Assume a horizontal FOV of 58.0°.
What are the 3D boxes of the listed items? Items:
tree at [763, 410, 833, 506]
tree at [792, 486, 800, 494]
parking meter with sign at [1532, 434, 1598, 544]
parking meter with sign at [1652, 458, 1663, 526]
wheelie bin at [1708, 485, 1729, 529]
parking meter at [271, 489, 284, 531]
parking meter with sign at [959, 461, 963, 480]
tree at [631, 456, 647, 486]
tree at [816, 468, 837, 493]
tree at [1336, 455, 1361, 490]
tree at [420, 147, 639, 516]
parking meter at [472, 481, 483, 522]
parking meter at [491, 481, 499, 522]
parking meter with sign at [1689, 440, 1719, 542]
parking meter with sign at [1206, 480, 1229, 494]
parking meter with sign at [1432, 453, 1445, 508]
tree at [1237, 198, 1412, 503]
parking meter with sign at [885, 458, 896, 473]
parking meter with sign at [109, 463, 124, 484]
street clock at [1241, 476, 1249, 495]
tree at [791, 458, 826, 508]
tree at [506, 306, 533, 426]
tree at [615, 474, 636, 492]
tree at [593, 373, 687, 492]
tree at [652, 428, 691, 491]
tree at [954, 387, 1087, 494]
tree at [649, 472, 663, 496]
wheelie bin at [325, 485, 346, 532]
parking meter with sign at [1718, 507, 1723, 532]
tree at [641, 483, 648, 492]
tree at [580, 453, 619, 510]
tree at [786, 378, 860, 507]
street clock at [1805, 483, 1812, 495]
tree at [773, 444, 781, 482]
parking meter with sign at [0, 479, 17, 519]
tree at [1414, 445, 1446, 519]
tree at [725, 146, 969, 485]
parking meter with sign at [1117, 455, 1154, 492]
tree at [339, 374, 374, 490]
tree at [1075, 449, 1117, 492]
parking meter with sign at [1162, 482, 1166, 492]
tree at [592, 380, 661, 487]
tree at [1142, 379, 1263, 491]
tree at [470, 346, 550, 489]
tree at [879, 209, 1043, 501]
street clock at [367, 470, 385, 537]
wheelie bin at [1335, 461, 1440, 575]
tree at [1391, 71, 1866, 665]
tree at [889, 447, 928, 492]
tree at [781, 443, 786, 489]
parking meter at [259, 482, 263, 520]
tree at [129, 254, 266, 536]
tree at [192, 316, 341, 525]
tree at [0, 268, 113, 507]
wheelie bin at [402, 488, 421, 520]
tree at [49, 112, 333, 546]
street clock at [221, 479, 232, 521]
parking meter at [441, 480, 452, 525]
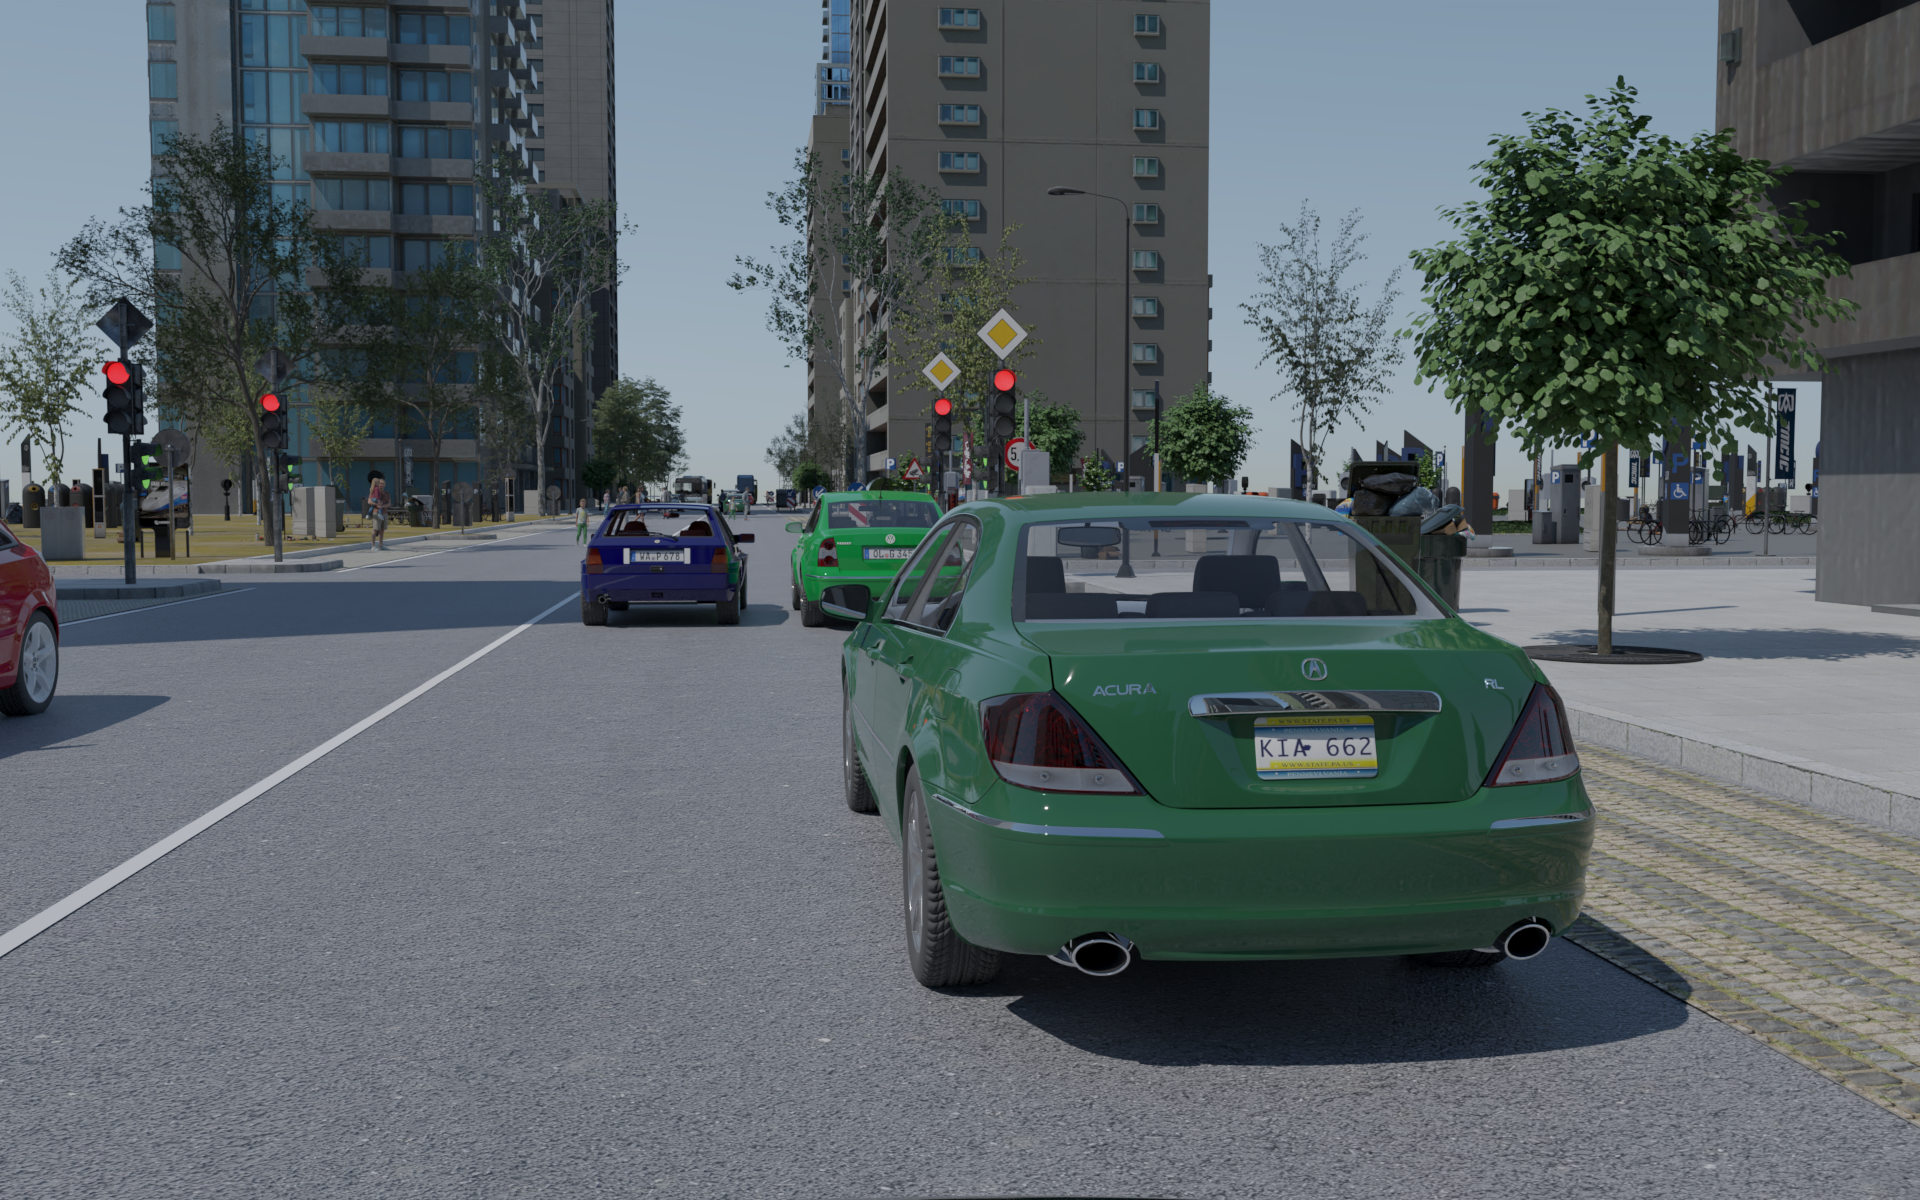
[{"bbox_3d":[-17.753,-15.730,191.598,8.767,10.594,7.601,0,4,2],"label":"tree"},{"bbox_3d":[-20.909,-13.991,223.350,1.663,3.219,1.824,0,3,0],"label":"tree"},{"bbox_3d":[15.524,-2.950,44.493,1.738,3.016,0.543,-2,4,-25],"label":"parking meter with sign"},{"bbox_3d":[27.788,-4.391,68.052,0.543,3.016,1.738,0,4,1],"label":"parking meter with sign"},{"bbox_3d":[27.496,-3.369,62.984,0.693,1.594,0.980,-3,5,-43],"label":"wheelie bin"},{"bbox_3d":[-23.637,-3.155,59.991,0.372,1.533,0.369,0,3,0],"label":"parking meter"},{"bbox_3d":[-0.318,-5.247,82.045,0.543,3.016,1.738,3,5,42],"label":"parking meter with sign"},{"bbox_3d":[-36.167,-15.052,196.457,4.360,8.622,3.978,0,3,0],"label":"tree"},{"bbox_3d":[-9.755,-8.164,128.087,1.663,3.219,1.824,0,3,0],"label":"tree"},{"bbox_3d":[18.926,-5.436,83.485,1.663,3.219,1.824,0,3,0],"label":"tree"},{"bbox_3d":[-25.136,-14.787,97.648,12.611,20.169,13.585,0,3,0],"label":"tree"},{"bbox_3d":[-21.852,-4.450,78.465,0.399,1.863,0.255,1,4,13],"label":"parking meter"},{"bbox_3d":[-21.167,-4.475,78.869,0.255,1.863,0.399,0,4,0],"label":"parking meter"},{"bbox_3d":[20.179,-3.119,47.257,0.543,3.016,1.738,2,4,32],"label":"parking meter with sign"},{"bbox_3d":[13.044,-5.523,86.562,1.738,3.016,0.543,-1,4,-23],"label":"parking meter with sign"},{"bbox_3d":[19.710,-4.739,73.735,1.738,3.016,0.543,-1,4,-16],"label":"parking meter with sign"},{"bbox_3d":[9.165,-5.733,44.105,4.360,8.622,3.978,0,3,0],"label":"tree"},{"bbox_3d":[-3.061,-5.448,85.328,0.543,3.016,1.738,1,4,23],"label":"parking meter with sign"},{"bbox_3d":[-48.331,-6.288,99.062,1.738,3.016,0.543,3,5,41],"label":"parking meter with sign"},{"bbox_3d":[11.714,-4.077,71.226,0.358,2.002,0.471,1,4,19],"label":"street clock"},{"bbox_3d":[-13.478,-10.563,156.422,4.285,4.588,4.351,0,3,0],"label":"tree"},{"bbox_3d":[-19.141,-7.927,64.020,8.767,10.594,7.601,3,5,40],"label":"tree"},{"bbox_3d":[-31.476,-10.252,162.224,1.663,3.219,1.824,0,3,0],"label":"tree"},{"bbox_3d":[-33.959,-16.916,183.227,9.857,13.997,8.962,0,3,0],"label":"tree"},{"bbox_3d":[-45.018,-20.765,265.263,9.928,11.665,9.643,0,3,0],"label":"tree"},{"bbox_3d":[2.272,-4.258,53.324,4.285,4.588,4.351,0,3,0],"label":"tree"},{"bbox_3d":[-37.080,-15.734,207.604,4.737,8.622,4.395,0,3,0],"label":"tree"},{"bbox_3d":[-21.212,-3.090,58.423,0.693,1.594,0.980,1,4,13],"label":"wheelie bin"},{"bbox_3d":[24.668,-3.772,57.936,1.738,3.016,0.543,-1,4,-13],"label":"parking meter with sign"},{"bbox_3d":[-37.232,-12.745,202.989,1.663,3.219,1.824,0,3,0],"label":"tree"},{"bbox_3d":[-29.127,-9.538,139.655,4.285,4.588,4.351,0,3,0],"label":"tree"},{"bbox_3d":[-7.820,-9.693,108.839,4.360,8.622,3.978,0,3,0],"label":"tree"},{"bbox_3d":[56.635,-6.790,115.583,0.358,2.002,0.471,-1,4,-21],"label":"street clock"},{"bbox_3d":[-22.502,-17.085,229.698,4.360,8.622,3.978,0,3,0],"label":"tree"},{"bbox_3d":[-49.146,-5.656,88.731,1.738,3.016,0.543,0,4,3],"label":"parking meter with sign"},{"bbox_3d":[18.247,-4.507,68.293,1.663,3.219,1.824,0,3,0],"label":"tree"},{"bbox_3d":[-6.203,-14.620,94.931,12.611,20.169,13.585,0,3,0],"label":"tree"},{"bbox_3d":[7.457,-4.733,73.648,1.738,3.016,0.543,2,4,26],"label":"parking meter with sign"},{"bbox_3d":[-37.317,-9.368,103.529,4.737,8.622,4.395,0,3,0],"label":"tree"},{"bbox_3d":[5.403,-4.679,71.099,1.663,3.219,1.824,0,3,0],"label":"tree"},{"bbox_3d":[12.828,-7.016,110.970,1.738,3.016,0.543,-1,4,-17],"label":"parking meter with sign"},{"bbox_3d":[-33.714,-15.526,171.979,7.486,12.596,7.792,0,3,0],"label":"tree"},{"bbox_3d":[6.920,-4.003,49.158,4.285,4.588,4.351,0,3,0],"label":"tree"},{"bbox_3d":[-22.440,-8.327,86.514,4.360,8.622,3.978,0,3,0],"label":"tree"},{"bbox_3d":[0.270,-5.749,44.360,4.737,8.622,4.395,0,3,0],"label":"tree"},{"bbox_3d":[-17.589,-2.915,52.223,0.471,2.002,0.358,0,4,-4],"label":"street clock"},{"bbox_3d":[4.078,-0.528,16.539,0.980,1.594,0.693,0,4,5],"label":"wheelie bin"},{"bbox_3d":[5.113,-1.821,13.492,4.285,4.588,4.351,0,3,0],"label":"tree"},{"bbox_3d":[-2.112,-4.536,68.757,1.663,3.219,1.824,0,3,0],"label":"tree"},{"bbox_3d":[-14.846,-13.418,169.753,4.360,8.622,3.978,0,3,0],"label":"tree"},{"bbox_3d":[-34.331,-4.852,85.039,0.255,1.863,0.399,0,4,3],"label":"parking meter"},{"bbox_3d":[-23.794,-6.311,53.547,4.360,8.622,3.978,0,3,0],"label":"tree"},{"bbox_3d":[-28.778,-7.352,70.560,4.737,8.622,4.395,0,3,0],"label":"tree"},{"bbox_3d":[-29.394,-6.441,55.674,4.737,8.622,4.395,0,3,0],"label":"tree"},{"bbox_3d":[-26.732,-4.683,84.468,0.980,1.594,0.693,-3,4,-36],"label":"wheelie bin"},{"bbox_3d":[-17.208,-6.612,42.516,7.601,10.594,8.767,3,4,38],"label":"tree"},{"bbox_3d":[-35.142,-4.798,83.020,0.358,2.002,0.471,2,4,32],"label":"street clock"},{"bbox_3d":[-21.647,-4.115,72.986,0.255,1.863,0.399,1,4,18],"label":"parking meter"}]
